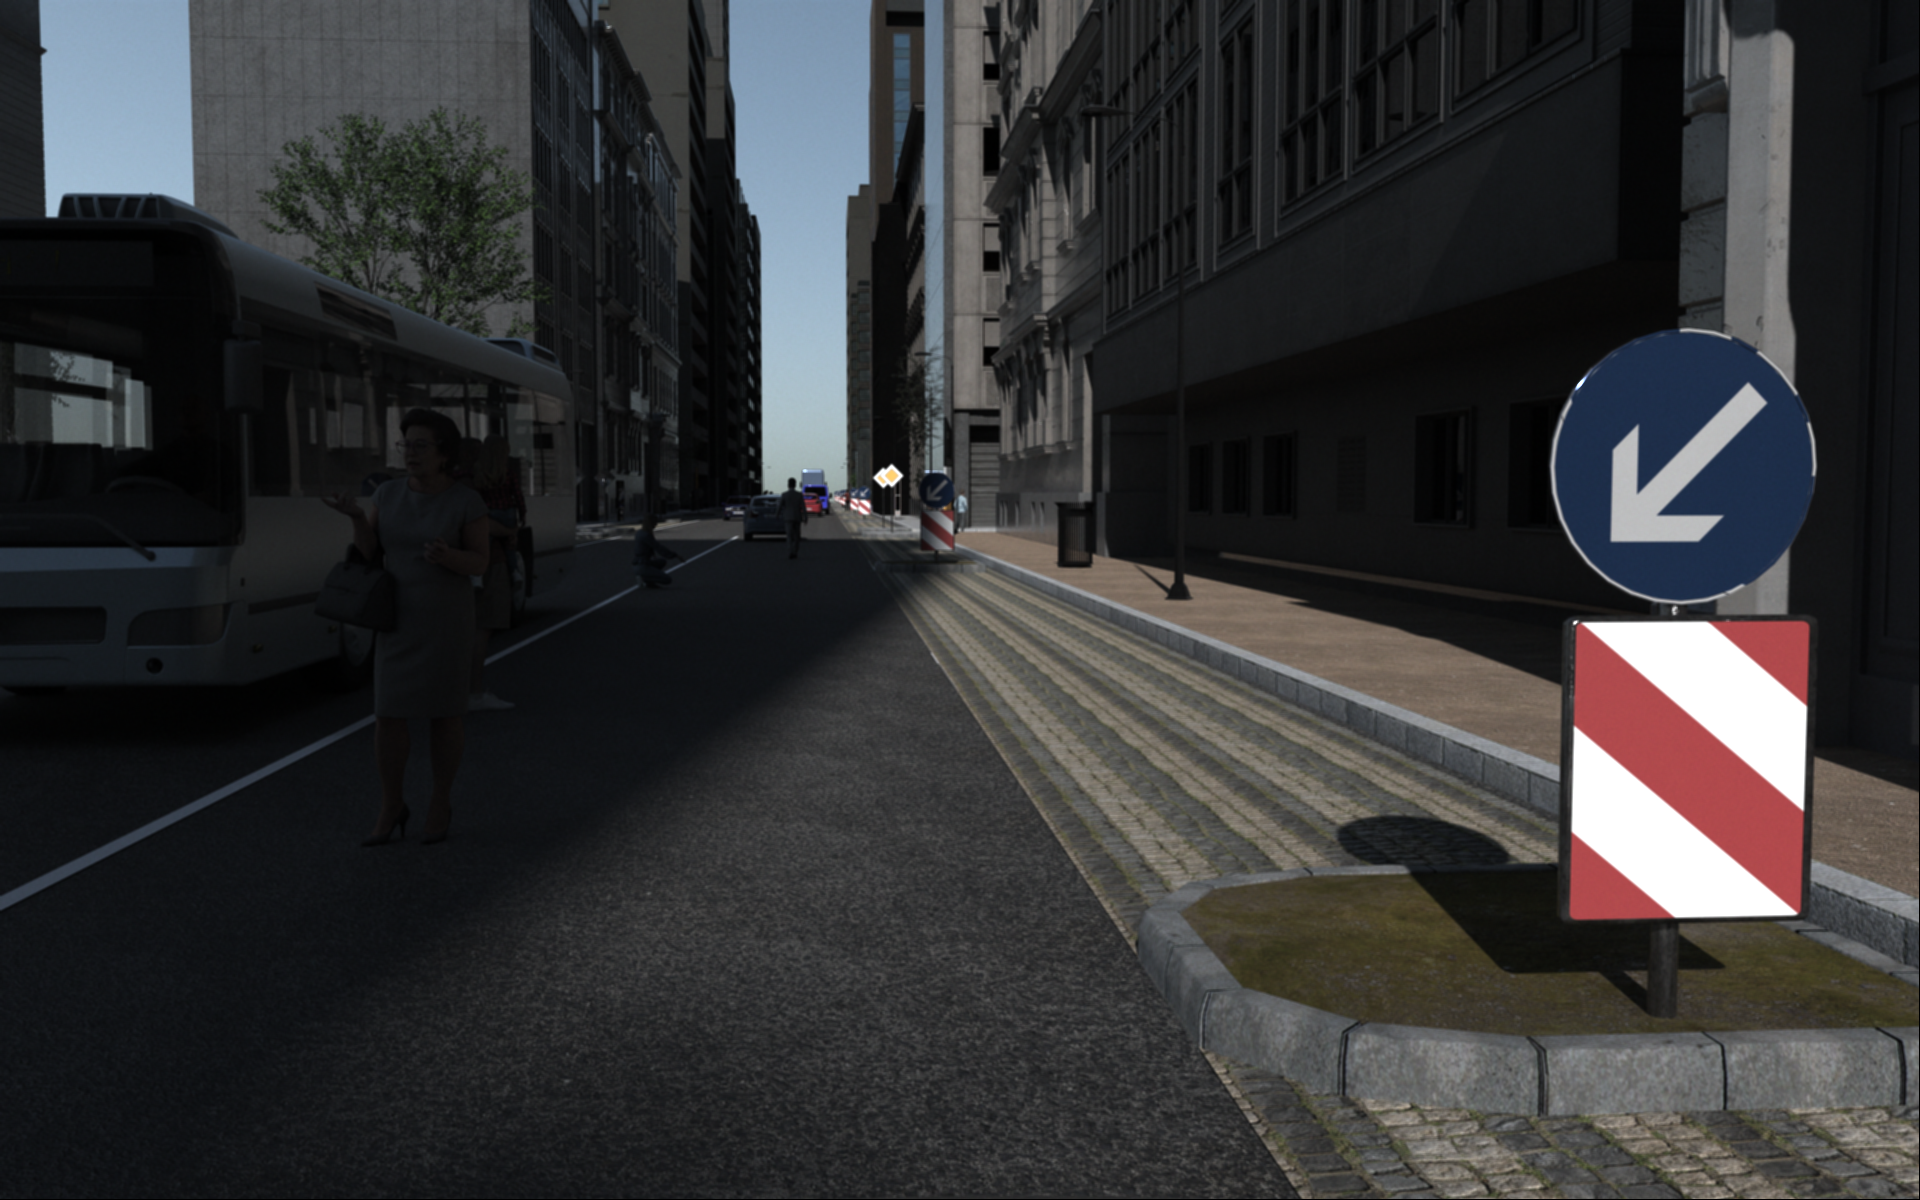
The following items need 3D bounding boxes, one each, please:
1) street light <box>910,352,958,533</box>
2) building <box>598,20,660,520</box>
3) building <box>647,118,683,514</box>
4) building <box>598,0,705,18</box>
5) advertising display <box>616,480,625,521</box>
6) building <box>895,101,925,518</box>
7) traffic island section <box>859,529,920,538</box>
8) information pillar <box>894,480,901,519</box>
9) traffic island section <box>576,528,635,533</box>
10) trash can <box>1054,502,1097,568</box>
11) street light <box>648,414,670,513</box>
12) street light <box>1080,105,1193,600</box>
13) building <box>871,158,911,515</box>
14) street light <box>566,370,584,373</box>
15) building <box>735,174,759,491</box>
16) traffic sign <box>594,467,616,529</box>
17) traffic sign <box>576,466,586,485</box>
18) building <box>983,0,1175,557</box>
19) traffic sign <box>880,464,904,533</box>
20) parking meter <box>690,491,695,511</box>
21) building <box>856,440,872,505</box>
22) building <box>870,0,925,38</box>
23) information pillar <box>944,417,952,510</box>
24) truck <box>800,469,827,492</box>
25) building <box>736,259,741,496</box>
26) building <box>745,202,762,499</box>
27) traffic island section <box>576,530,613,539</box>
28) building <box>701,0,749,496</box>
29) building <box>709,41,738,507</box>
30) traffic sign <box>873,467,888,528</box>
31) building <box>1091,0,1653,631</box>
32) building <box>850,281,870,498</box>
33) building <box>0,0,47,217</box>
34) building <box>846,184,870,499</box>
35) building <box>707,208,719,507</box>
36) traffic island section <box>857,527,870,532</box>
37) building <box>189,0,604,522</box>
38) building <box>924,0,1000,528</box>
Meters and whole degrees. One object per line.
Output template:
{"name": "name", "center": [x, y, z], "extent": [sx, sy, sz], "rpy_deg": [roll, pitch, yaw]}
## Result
{"name": "street light", "center": [-0.795, -5.152, 56.773], "extent": [1.470, 5.913, 1.316], "rpy_deg": [0, 4, -5]}
{"name": "building", "center": [-24.259, -18.771, 94.300], "extent": [14.401, 28.519, 23.554], "rpy_deg": [0, 4, -5]}
{"name": "building", "center": [-26.104, -20.240, 116.827], "extent": [13.634, 28.700, 20.117], "rpy_deg": [0, 4, -5]}
{"name": "building", "center": [-33.131, -32.102, 148.569], "extent": [21.300, 48.544, 21.600], "rpy_deg": [0, 4, -5]}
{"name": "advertising display", "center": [-16.013, -4.675, 81.642], "extent": [0.123, 1.923, 0.974], "rpy_deg": [0, 4, 5]}
{"name": "building", "center": [2.431, -16.216, 94.016], "extent": [11.050, 23.489, 19.941], "rpy_deg": [0, 4, -5]}
{"name": "traffic island section", "center": [-2.231, -2.140, 57.277], "extent": [2.009, 0.180, 2.903], "rpy_deg": [0, 4, -5]}
{"name": "information pillar", "center": [-3.157, -5.077, 87.502], "extent": [0.304, 2.012, 0.304], "rpy_deg": [0, 4, -7]}
{"name": "traffic island section", "center": [-13.219, -2.578, 64.427], "extent": [2.009, 0.180, 2.903], "rpy_deg": [0, 4, -5]}
{"name": "trash can", "center": [2.015, -1.138, 30.265], "extent": [0.748, 1.137, 0.748], "rpy_deg": [0, 3, 0]}
{"name": "street light", "center": [-17.555, -7.854, 100.953], "extent": [1.470, 5.913, 1.316], "rpy_deg": [0, 4, -5]}
{"name": "street light", "center": [2.131, -2.958, 20.909], "extent": [1.470, 5.913, 1.316], "rpy_deg": [0, 4, -5]}
{"name": "building", "center": [0.694, -17.255, 111.791], "extent": [12.332, 23.373, 15.834], "rpy_deg": [0, 4, -5]}
{"name": "street light", "center": [-14.786, -5.657, 65.035], "extent": [1.470, 5.913, 1.316], "rpy_deg": [0, 4, -5]}
{"name": "building", "center": [-42.160, -38.975, 256.851], "extent": [23.786, 49.044, 30.456], "rpy_deg": [0, 4, -5]}
{"name": "traffic sign", "center": [-13.196, -3.714, 64.367], "extent": [0.795, 2.450, 0.064], "rpy_deg": [0, 4, -5]}
{"name": "traffic sign", "center": [-12.567, -3.227, 56.407], "extent": [0.795, 2.450, 0.064], "rpy_deg": [0, 4, -5]}
{"name": "building", "center": [8.257, -15.801, 45.739], "extent": [14.401, 28.519, 23.554], "rpy_deg": [0, 4, -5]}
{"name": "traffic sign", "center": [-2.253, -3.276, 57.198], "extent": [0.795, 2.450, 0.064], "rpy_deg": [0, 4, -5]}
{"name": "parking meter", "center": [-20.052, -7.438, 130.018], "extent": [0.372, 1.533, 0.369], "rpy_deg": [0, 3, 0]}
{"name": "building", "center": [-0.584, -54.187, 198.625], "extent": [22.319, 86.520, 31.000], "rpy_deg": [0, 4, -5]}
{"name": "building", "center": [-1.070, -31.369, 162.999], "extent": [14.600, 45.320, 14.200], "rpy_deg": [0, 4, -5]}
{"name": "information pillar", "center": [-0.381, -3.748, 52.638], "extent": [0.183, 3.616, 0.504], "rpy_deg": [1, 4, 20]}
{"name": "truck", "center": [-15.695, -11.850, 183.509], "extent": [2.967, 4.110, 18.799], "rpy_deg": [0, 4, -4]}
{"name": "building", "center": [-33.279, -26.412, 203.542], "extent": [14.160, 30.474, 14.107], "rpy_deg": [0, 4, -5]}
{"name": "building", "center": [-43.516, -40.313, 282.819], "extent": [21.300, 48.544, 21.600], "rpy_deg": [0, 4, -5]}
{"name": "traffic island section", "center": [-12.590, -2.091, 56.466], "extent": [2.009, 0.180, 2.903], "rpy_deg": [0, 4, -5]}
{"name": "building", "center": [-38.860, -48.478, 230.870], "extent": [20.563, 71.187, 20.611], "rpy_deg": [0, 4, -5]}
{"name": "building", "center": [-35.072, -34.300, 184.501], "extent": [21.300, 48.544, 21.600], "rpy_deg": [0, 4, -5]}
{"name": "traffic sign", "center": [-2.882, -3.762, 65.158], "extent": [0.795, 2.450, 0.064], "rpy_deg": [0, 4, -5]}
{"name": "building", "center": [10.472, -13.968, 21.879], "extent": [14.314, 27.812, 24.014], "rpy_deg": [0, 4, -5]}
{"name": "building", "center": [-8.716, -29.207, 249.234], "extent": [14.160, 30.474, 14.107], "rpy_deg": [0, 4, -5]}
{"name": "building", "center": [-52.485, -17.626, 65.682], "extent": [29.804, 29.767, 11.434], "rpy_deg": [0, 4, -5]}
{"name": "building", "center": [-6.620, -39.330, 266.747], "extent": [21.300, 48.544, 21.600], "rpy_deg": [0, 4, -5]}
{"name": "building", "center": [-30.900, -24.203, 167.420], "extent": [14.160, 30.474, 14.107], "rpy_deg": [0, 4, -5]}
{"name": "traffic island section", "center": [-2.860, -2.627, 65.237], "extent": [2.009, 0.180, 2.903], "rpy_deg": [0, 4, -5]}
{"name": "building", "center": [-22.426, -15.582, 72.788], "extent": [12.078, 24.808, 19.932], "rpy_deg": [0, 4, -5]}
{"name": "building", "center": [8.822, -15.493, 71.329], "extent": [19.932, 24.808, 12.078], "rpy_deg": [0, 4, -5]}
